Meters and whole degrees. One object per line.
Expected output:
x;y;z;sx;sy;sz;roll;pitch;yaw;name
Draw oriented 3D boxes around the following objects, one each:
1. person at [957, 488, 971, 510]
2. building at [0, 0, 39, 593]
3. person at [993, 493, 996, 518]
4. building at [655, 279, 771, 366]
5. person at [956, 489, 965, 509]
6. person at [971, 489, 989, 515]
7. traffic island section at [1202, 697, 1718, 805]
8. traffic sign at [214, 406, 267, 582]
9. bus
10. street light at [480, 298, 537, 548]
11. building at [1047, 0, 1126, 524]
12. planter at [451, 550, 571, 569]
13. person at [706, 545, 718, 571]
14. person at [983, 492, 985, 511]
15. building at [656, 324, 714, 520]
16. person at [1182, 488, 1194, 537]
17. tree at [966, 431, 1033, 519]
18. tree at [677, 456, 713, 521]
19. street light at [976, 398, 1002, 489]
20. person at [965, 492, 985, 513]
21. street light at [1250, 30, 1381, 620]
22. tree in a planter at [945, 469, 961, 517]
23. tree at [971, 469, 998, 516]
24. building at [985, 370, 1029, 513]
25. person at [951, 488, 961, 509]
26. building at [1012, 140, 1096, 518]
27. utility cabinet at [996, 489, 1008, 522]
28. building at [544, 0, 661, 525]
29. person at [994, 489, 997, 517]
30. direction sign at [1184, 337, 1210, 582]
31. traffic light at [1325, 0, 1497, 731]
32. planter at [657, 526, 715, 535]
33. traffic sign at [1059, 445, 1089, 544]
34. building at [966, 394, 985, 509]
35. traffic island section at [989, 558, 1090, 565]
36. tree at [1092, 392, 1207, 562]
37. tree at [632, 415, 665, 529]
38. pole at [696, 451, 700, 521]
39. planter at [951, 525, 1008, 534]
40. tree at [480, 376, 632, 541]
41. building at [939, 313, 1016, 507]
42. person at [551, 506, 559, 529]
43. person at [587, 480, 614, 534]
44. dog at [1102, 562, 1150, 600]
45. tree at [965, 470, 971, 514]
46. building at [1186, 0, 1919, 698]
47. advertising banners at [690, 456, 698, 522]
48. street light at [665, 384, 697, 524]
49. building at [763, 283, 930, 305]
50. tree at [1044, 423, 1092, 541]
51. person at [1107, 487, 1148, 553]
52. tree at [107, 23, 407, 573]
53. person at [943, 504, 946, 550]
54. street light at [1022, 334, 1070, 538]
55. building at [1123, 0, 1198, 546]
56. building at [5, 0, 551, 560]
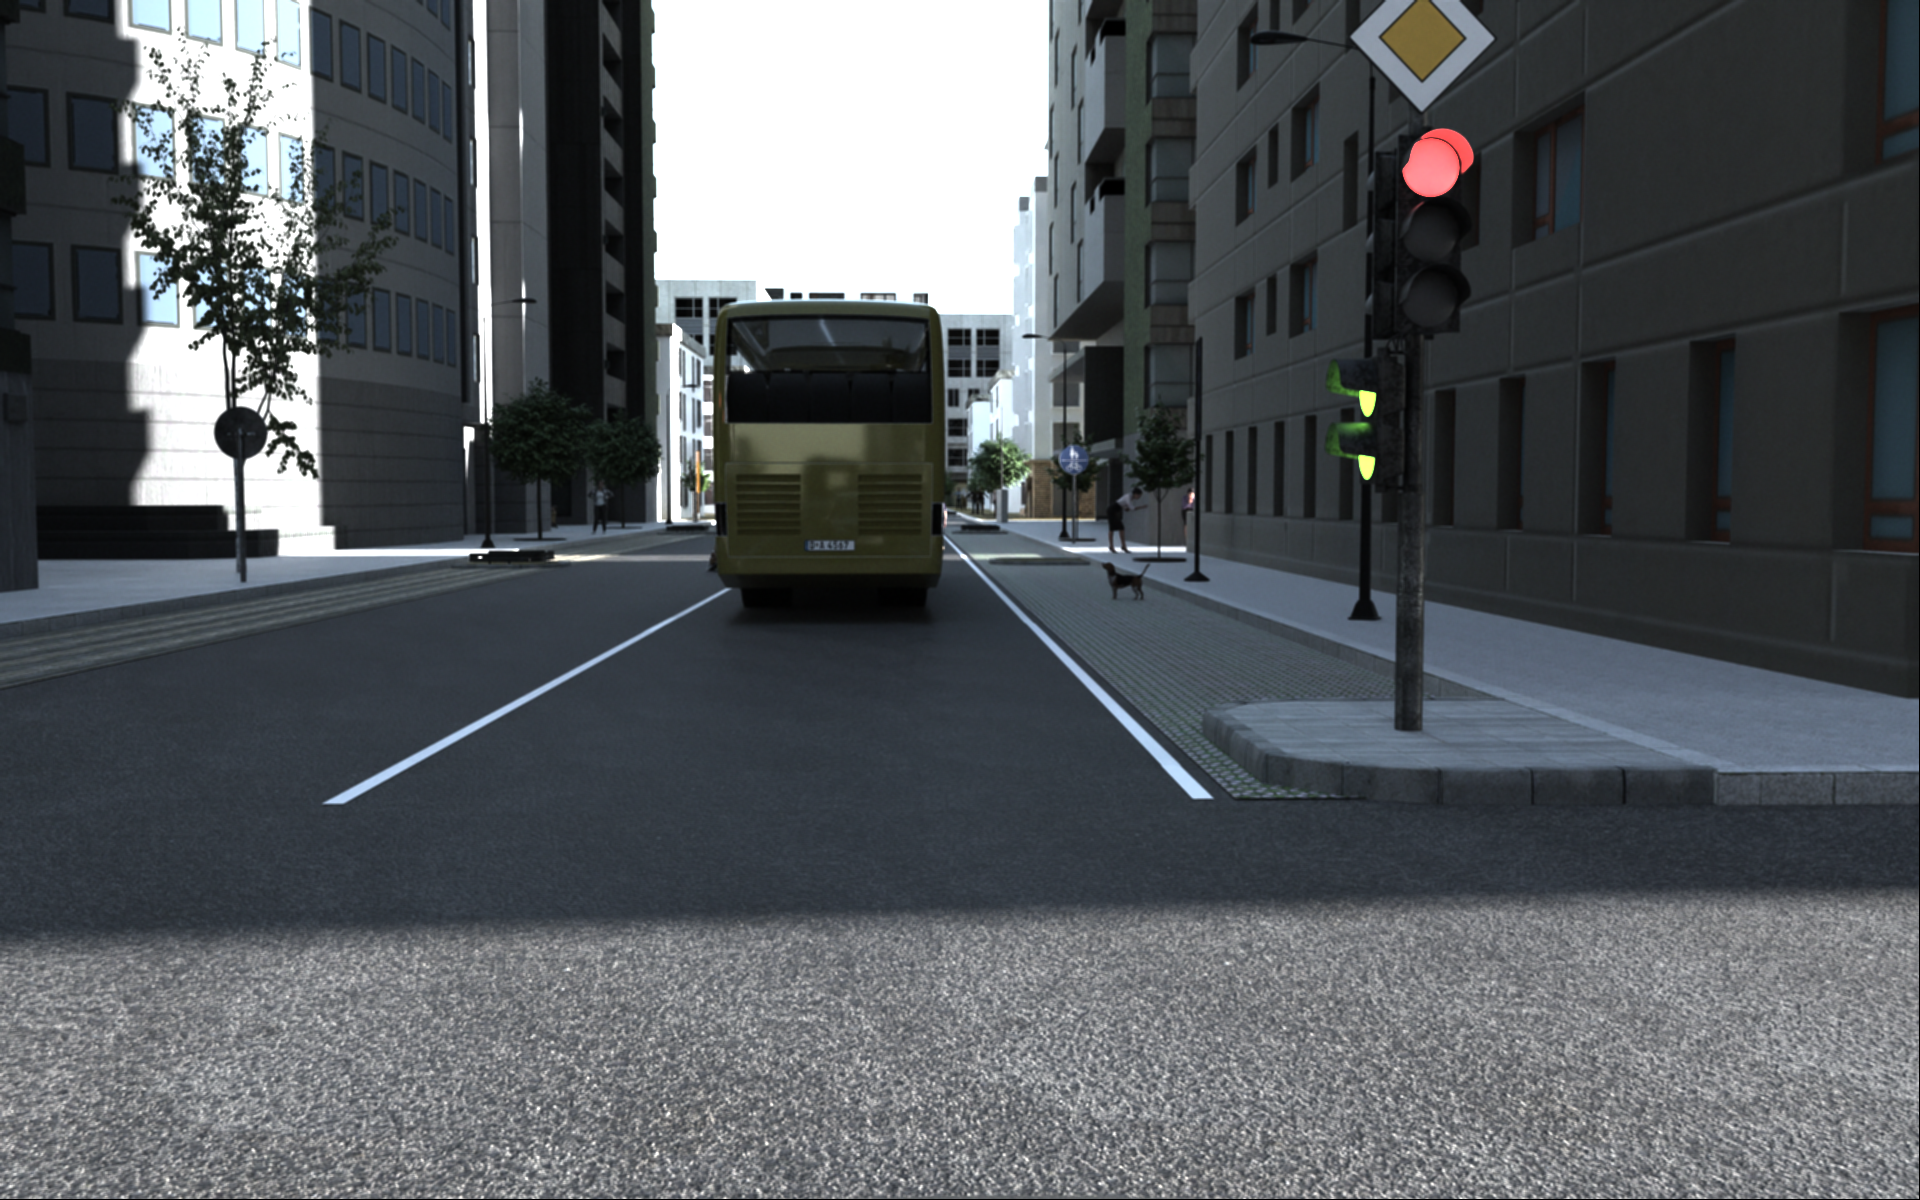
0.328;-7.897;135.893;1.217;1.736;0.721;1;4;20;person
-19.305;-14.913;15.524;14.160;30.474;14.107;0;4;-2;building
1.968;-5.106;92.718;0.628;1.438;0.799;-2;4;-28;person
-32.677;-17.384;150.682;31.486;18.905;16.747;0;4;-2;building
0.288;-8.465;145.163;1.217;1.735;0.721;0;4;-2;person
1.255;-6.227;108.370;1.217;1.766;0.721;-1;4;-14;person
2.464;0.786;9.436;2.009;0.180;2.903;0;4;-2;traffic island section
-10.459;-1.535;25.200;0.768;2.556;0.104;0;4;-1;traffic sign
-1.762;-2.038;24.863;2.896;3.916;12.252;0;4;-3;bus
-10.719;-4.196;41.142;1.470;5.913;1.316;0;4;-2;street light
17.998;-29.402;69.961;28.713;52.752;27.495;0;4;-2;building
-8.738;-0.787;34.008;1.991;0.319;1.994;0;4;-2;planter
-4.487;-0.799;32.045;0.357;0.543;0.381;2;4;29;person
1.588;-7.430;128.315;0.721;1.735;1.217;0;4;7;person
-19.103;-9.611;99.283;9.099;9.664;28.070;0;4;-2;building
5.537;-1.978;41.622;0.421;1.427;0.697;0;4;5;person
1.970;-6.435;88.921;4.285;4.588;4.351;0;3;0;tree
-12.670;-5.458;83.844;1.663;3.219;1.824;0;3;0;tree
1.465;-6.807;83.840;1.470;5.913;1.316;0;4;-2;street light
0.989;-6.634;114.538;1.348;1.821;0.705;-1;4;-8;person
3.605;-2.753;17.556;1.470;5.913;1.316;0;4;-2;street light
-0.941;-6.974;111.253;1.991;3.239;1.994;0;4;-2;tree in a planter
1.703;-6.642;103.196;1.663;3.219;1.824;0;3;0;tree
7.127;-10.705;117.170;9.099;9.664;28.070;0;4;-2;building
-0.114;-8.738;148.894;1.348;1.826;0.705;0;4;1;person
11.059;-14.723;97.133;16.016;20.091;11.380;0;4;-2;building
1.907;-4.254;78.223;0.318;1.500;1.173;-1;4;-10;utility cabinet
-20.949;-18.488;73.980;14.160;30.474;14.107;0;4;-2;building
2.066;-5.578;97.252;0.705;1.823;1.348;0;4;-2;person
3.498;-2.047;25.469;0.379;3.537;0.876;0;4;4;direction sign
2.424;-1.248;9.320;0.839;4.253;0.868;0;4;-2;traffic light
-9.656;-2.477;61.642;1.991;0.319;1.994;0;4;-2;planter
2.951;-2.736;44.846;0.768;2.556;0.104;0;4;4;traffic sign
5.518;-12.447;145.663;9.099;9.664;28.070;0;4;-2;building
1.598;-0.778;35.585;1.991;0.108;1.994;0;4;-2;traffic island section
3.690;-2.346;32.960;1.663;3.219;1.824;0;3;0;tree
-12.644;-4.962;64.839;4.285;4.588;4.351;0;3;0;tree
-12.424;-5.397;82.088;0.158;3.312;0.155;0;3;0;pole
0.693;-2.530;62.507;1.991;0.319;1.994;0;4;-2;planter
-11.637;-3.945;48.222;4.285;4.588;4.351;0;3;0;tree
12.593;-19.071;178.263;31.486;18.905;16.747;0;4;-2;building
-15.200;-3.066;64.091;0.695;0.859;0.347;-1;4;-14;person
-11.510;-2.977;55.439;0.841;1.734;0.376;0;4;-5;person
2.236;-0.251;23.395;0.540;0.507;0.406;-1;4;-20;dog
1.207;-7.142;111.375;1.663;3.219;1.824;0;3;0;tree
19.923;-10.975;24.483;28.899;21.520;27.650;0;4;-2;building
-12.212;-5.085;79.334;0.090;3.025;2.074;-1;4;-16;advertising banners
-11.835;-6.174;73.488;1.470;5.913;1.316;0;4;-2;street light
-19.711;-20.672;181.960;32.646;21.610;27.936;0;4;-2;building
3.189;-3.240;47.569;1.663;3.219;1.824;0;3;0;tree
3.612;-1.746;37.771;0.799;1.438;0.628;-1;4;-21;person
-11.509;-4.750;28.027;4.737;8.622;4.395;0;3;0;tree
-0.573;-1.777;39.755;0.569;1.553;0.471;-1;4;-9;person
2.510;-4.763;50.420;1.470;5.913;1.316;0;4;-2;street light
11.491;-22.344;48.922;14.154;41.232;14.086;0;4;-2;building
-24.173;-30.697;43.895;21.231;58.520;28.212;0;4;-2;building
